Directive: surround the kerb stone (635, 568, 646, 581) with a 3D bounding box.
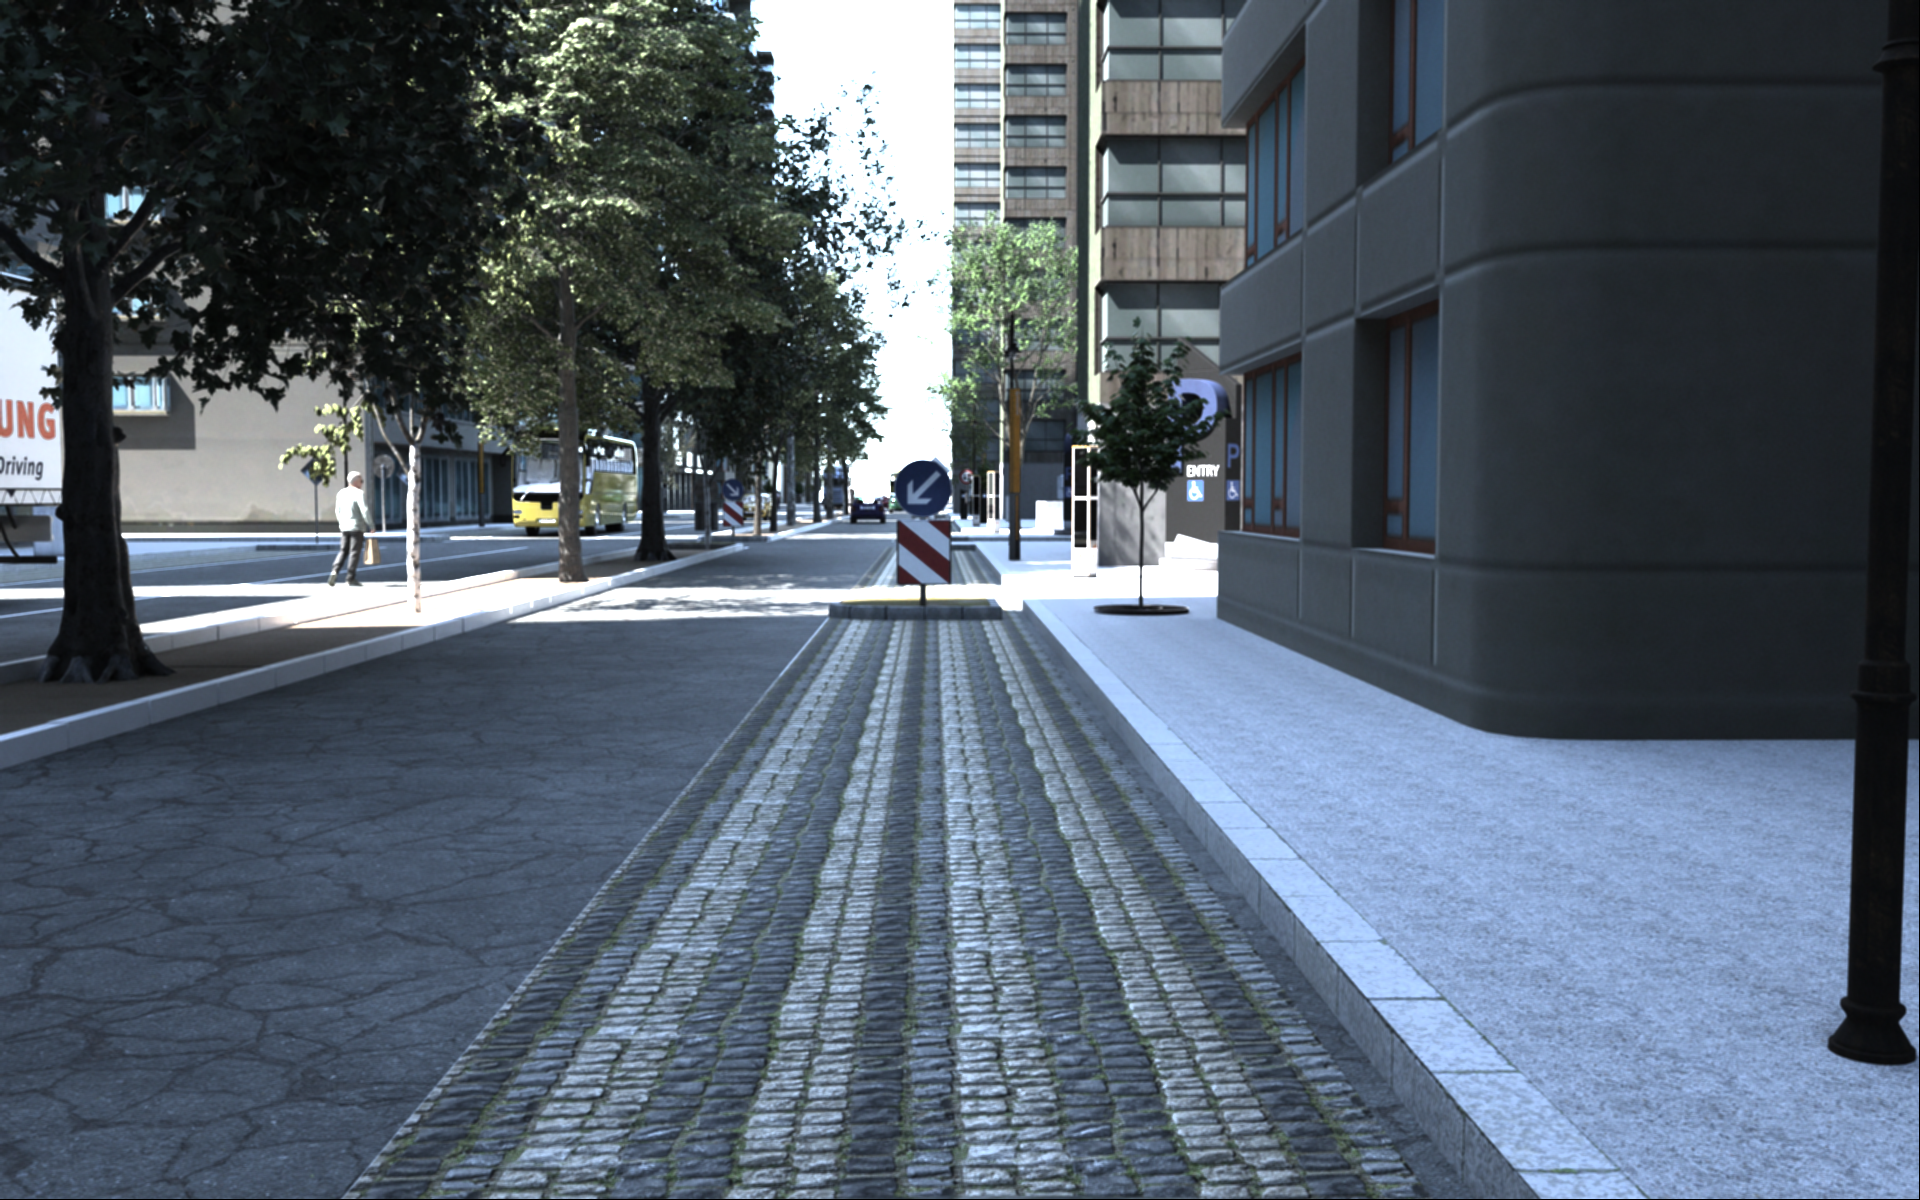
[{"bbox_3d":[-5.387,-0.397,28.691,0.120,0.150,1.000,0,4,-1],"label":"kerb stone"}]

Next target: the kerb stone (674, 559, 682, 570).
[{"bbox_3d":[-5.450,-0.644,32.791,0.120,0.150,1.000,0,4,-1],"label":"kerb stone"}]

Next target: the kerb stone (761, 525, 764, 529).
[{"bbox_3d":[-8.162,-2.938,70.232,0.120,0.150,1.000,0,4,-1],"label":"kerb stone"}]

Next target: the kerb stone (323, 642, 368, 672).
[{"bbox_3d":[-5.150,0.483,14.353,0.120,0.150,1.000,0,4,-1],"label":"kerb stone"}]

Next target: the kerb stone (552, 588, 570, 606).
[{"bbox_3d":[-5.280,-0.015,22.545,0.120,0.150,1.000,0,4,-1],"label":"kerb stone"}]

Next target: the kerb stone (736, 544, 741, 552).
[{"bbox_3d":[-5.613,-1.275,43.043,0.120,0.150,1.000,0,4,-1],"label":"kerb stone"}]

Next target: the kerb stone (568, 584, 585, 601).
[{"bbox_3d":[-5.303,-0.078,23.570,0.120,0.150,1.000,0,4,-1],"label":"kerb stone"}]

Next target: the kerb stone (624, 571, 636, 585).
[{"bbox_3d":[-5.366,-0.329,27.666,0.120,0.150,1.000,0,4,-1],"label":"kerb stone"}]

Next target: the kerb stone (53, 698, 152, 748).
[{"bbox_3d":[-5.083,0.731,10.242,0.120,0.150,1.000,0,4,-1],"label":"kerb stone"}]

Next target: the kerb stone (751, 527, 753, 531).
[{"bbox_3d":[-8.100,-2.688,66.139,0.120,0.150,1.000,0,4,-1],"label":"kerb stone"}]

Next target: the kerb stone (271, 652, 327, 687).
[{"bbox_3d":[-5.131,0.543,13.325,0.120,0.150,1.000,0,4,-1],"label":"kerb stone"}]

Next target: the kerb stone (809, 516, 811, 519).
[{"bbox_3d":[-8.597,-4.566,96.873,0.120,0.150,1.000,0,4,-1],"label":"kerb stone"}]

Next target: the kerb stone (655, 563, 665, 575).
[{"bbox_3d":[-5.417,-0.521,30.735,0.120,0.150,1.000,0,4,-1],"label":"kerb stone"}]

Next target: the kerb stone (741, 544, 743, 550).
[{"bbox_3d":[-5.632,-1.338,44.065,0.120,0.150,1.000,0,4,-1],"label":"kerb stone"}]

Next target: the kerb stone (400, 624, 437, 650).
[{"bbox_3d":[-5.185,0.359,16.398,0.120,0.150,1.000,0,4,-1],"label":"kerb stone"}]

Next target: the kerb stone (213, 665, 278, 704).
[{"bbox_3d":[-5.113,0.607,12.297,0.120,0.150,1.000,0,4,-1],"label":"kerb stone"}]

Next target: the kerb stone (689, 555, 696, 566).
[{"bbox_3d":[-5.486,-0.770,34.841,0.120,0.150,1.000,0,4,-1],"label":"kerb stone"}]

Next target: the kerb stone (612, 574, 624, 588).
[{"bbox_3d":[-5.352,-0.272,26.639,0.120,0.150,1.000,0,4,-1],"label":"kerb stone"}]

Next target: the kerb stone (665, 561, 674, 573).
[{"bbox_3d":[-5.431,-0.583,31.761,0.120,0.150,1.000,0,4,-1],"label":"kerb stone"}]

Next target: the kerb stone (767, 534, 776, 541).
[{"bbox_3d":[-5.780,-1.873,52.825,0.120,0.150,1.000,0,4,-1],"label":"kerb stone"}]

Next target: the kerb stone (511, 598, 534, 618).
[{"bbox_3d":[-5.249,0.104,20.498,0.120,0.150,1.000,0,4,-1],"label":"kerb stone"}]

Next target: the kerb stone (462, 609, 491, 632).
[{"bbox_3d":[-5.210,0.230,18.446,0.120,0.150,1.000,0,4,-1],"label":"kerb stone"}]

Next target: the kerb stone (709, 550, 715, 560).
[{"bbox_3d":[-5.532,-0.961,37.916,0.120,0.150,1.000,0,4,-1],"label":"kerb stone"}]

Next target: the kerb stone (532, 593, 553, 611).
[{"bbox_3d":[-5.262,0.044,21.521,0.120,0.150,1.000,0,4,-1],"label":"kerb stone"}]

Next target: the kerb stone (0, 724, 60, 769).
[{"bbox_3d":[-5.061,0.799,9.220,0.120,0.150,1.000,0,4,-1],"label":"kerb stone"}]

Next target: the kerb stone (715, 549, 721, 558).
[{"bbox_3d":[-5.545,-1.024,38.942,0.120,0.150,1.000,0,4,-1],"label":"kerb stone"}]

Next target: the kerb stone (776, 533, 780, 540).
[{"bbox_3d":[-5.793,-1.936,53.848,0.120,0.150,1.000,0,4,-1],"label":"kerb stone"}]

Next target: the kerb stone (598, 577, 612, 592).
[{"bbox_3d":[-5.343,-0.209,25.617,0.120,0.150,1.000,0,4,-1],"label":"kerb stone"}]

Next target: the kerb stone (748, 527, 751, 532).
[{"bbox_3d":[-8.072,-2.624,65.117,0.120,0.150,1.000,0,4,-1],"label":"kerb stone"}]

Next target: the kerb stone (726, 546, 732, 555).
[{"bbox_3d":[-5.583,-1.148,40.994,0.120,0.150,1.000,0,4,-1],"label":"kerb stone"}]

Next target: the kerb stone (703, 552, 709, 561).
[{"bbox_3d":[-5.523,-0.899,36.888,0.120,0.150,1.000,0,4,-1],"label":"kerb stone"}]

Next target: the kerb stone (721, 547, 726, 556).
[{"bbox_3d":[-5.571,-1.087,39.964,0.120,0.150,1.000,0,4,-1],"label":"kerb stone"}]

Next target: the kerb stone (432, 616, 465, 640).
[{"bbox_3d":[-5.201,0.298,17.424,0.120,0.150,1.000,0,4,-1],"label":"kerb stone"}]

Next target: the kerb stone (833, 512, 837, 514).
[{"bbox_3d":[-9.087,-6.384,126.566,0.120,0.150,1.000,0,4,-1],"label":"kerb stone"}]

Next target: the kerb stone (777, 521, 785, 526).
[{"bbox_3d":[-8.329,-3.561,80.469,0.120,0.150,1.000,0,4,-1],"label":"kerb stone"}]

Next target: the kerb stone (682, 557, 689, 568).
[{"bbox_3d":[-5.467,-0.711,33.813,0.120,0.150,1.000,0,4,-1],"label":"kerb stone"}]

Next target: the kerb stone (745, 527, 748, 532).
[{"bbox_3d":[-8.063,-2.563,64.095,0.120,0.150,1.000,0,4,-1],"label":"kerb stone"}]

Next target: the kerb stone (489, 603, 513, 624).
[{"bbox_3d":[-5.234,0.170,19.475,0.120,0.150,1.000,0,4,-1],"label":"kerb stone"}]

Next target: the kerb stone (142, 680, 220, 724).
[{"bbox_3d":[-5.099,0.668,11.274,0.120,0.150,1.000,0,4,-1],"label":"kerb stone"}]

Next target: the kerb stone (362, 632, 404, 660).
[{"bbox_3d":[-5.169,0.422,15.376,0.120,0.150,1.000,0,4,-1],"label":"kerb stone"}]

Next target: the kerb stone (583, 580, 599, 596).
[{"bbox_3d":[-5.313,-0.147,24.595,0.120,0.150,1.000,0,4,-1],"label":"kerb stone"}]

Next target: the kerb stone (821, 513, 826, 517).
[{"bbox_3d":[-8.873,-5.569,113.252,0.120,0.150,1.000,0,4,-1],"label":"kerb stone"}]

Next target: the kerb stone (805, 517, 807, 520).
[{"bbox_3d":[-8.538,-4.380,93.807,0.120,0.150,1.000,0,4,-1],"label":"kerb stone"}]

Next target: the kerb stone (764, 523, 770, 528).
[{"bbox_3d":[-8.214,-3.126,73.297,0.120,0.150,1.000,0,4,-1],"label":"kerb stone"}]

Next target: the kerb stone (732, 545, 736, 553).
[{"bbox_3d":[-5.607,-1.209,42.016,0.120,0.150,1.000,0,4,-1],"label":"kerb stone"}]

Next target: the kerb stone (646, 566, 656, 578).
[{"bbox_3d":[-5.403,-0.460,29.713,0.120,0.150,1.000,0,4,-1],"label":"kerb stone"}]

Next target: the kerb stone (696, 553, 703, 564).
[{"bbox_3d":[-5.499,-0.836,35.863,0.120,0.150,1.000,0,4,-1],"label":"kerb stone"}]

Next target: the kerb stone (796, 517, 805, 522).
[{"bbox_3d":[-8.527,-4.317,92.779,0.120,0.150,1.000,0,4,-1],"label":"kerb stone"}]

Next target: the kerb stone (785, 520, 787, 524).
[{"bbox_3d":[-8.343,-3.623,81.498,0.120,0.150,1.000,0,4,-1],"label":"kerb stone"}]
